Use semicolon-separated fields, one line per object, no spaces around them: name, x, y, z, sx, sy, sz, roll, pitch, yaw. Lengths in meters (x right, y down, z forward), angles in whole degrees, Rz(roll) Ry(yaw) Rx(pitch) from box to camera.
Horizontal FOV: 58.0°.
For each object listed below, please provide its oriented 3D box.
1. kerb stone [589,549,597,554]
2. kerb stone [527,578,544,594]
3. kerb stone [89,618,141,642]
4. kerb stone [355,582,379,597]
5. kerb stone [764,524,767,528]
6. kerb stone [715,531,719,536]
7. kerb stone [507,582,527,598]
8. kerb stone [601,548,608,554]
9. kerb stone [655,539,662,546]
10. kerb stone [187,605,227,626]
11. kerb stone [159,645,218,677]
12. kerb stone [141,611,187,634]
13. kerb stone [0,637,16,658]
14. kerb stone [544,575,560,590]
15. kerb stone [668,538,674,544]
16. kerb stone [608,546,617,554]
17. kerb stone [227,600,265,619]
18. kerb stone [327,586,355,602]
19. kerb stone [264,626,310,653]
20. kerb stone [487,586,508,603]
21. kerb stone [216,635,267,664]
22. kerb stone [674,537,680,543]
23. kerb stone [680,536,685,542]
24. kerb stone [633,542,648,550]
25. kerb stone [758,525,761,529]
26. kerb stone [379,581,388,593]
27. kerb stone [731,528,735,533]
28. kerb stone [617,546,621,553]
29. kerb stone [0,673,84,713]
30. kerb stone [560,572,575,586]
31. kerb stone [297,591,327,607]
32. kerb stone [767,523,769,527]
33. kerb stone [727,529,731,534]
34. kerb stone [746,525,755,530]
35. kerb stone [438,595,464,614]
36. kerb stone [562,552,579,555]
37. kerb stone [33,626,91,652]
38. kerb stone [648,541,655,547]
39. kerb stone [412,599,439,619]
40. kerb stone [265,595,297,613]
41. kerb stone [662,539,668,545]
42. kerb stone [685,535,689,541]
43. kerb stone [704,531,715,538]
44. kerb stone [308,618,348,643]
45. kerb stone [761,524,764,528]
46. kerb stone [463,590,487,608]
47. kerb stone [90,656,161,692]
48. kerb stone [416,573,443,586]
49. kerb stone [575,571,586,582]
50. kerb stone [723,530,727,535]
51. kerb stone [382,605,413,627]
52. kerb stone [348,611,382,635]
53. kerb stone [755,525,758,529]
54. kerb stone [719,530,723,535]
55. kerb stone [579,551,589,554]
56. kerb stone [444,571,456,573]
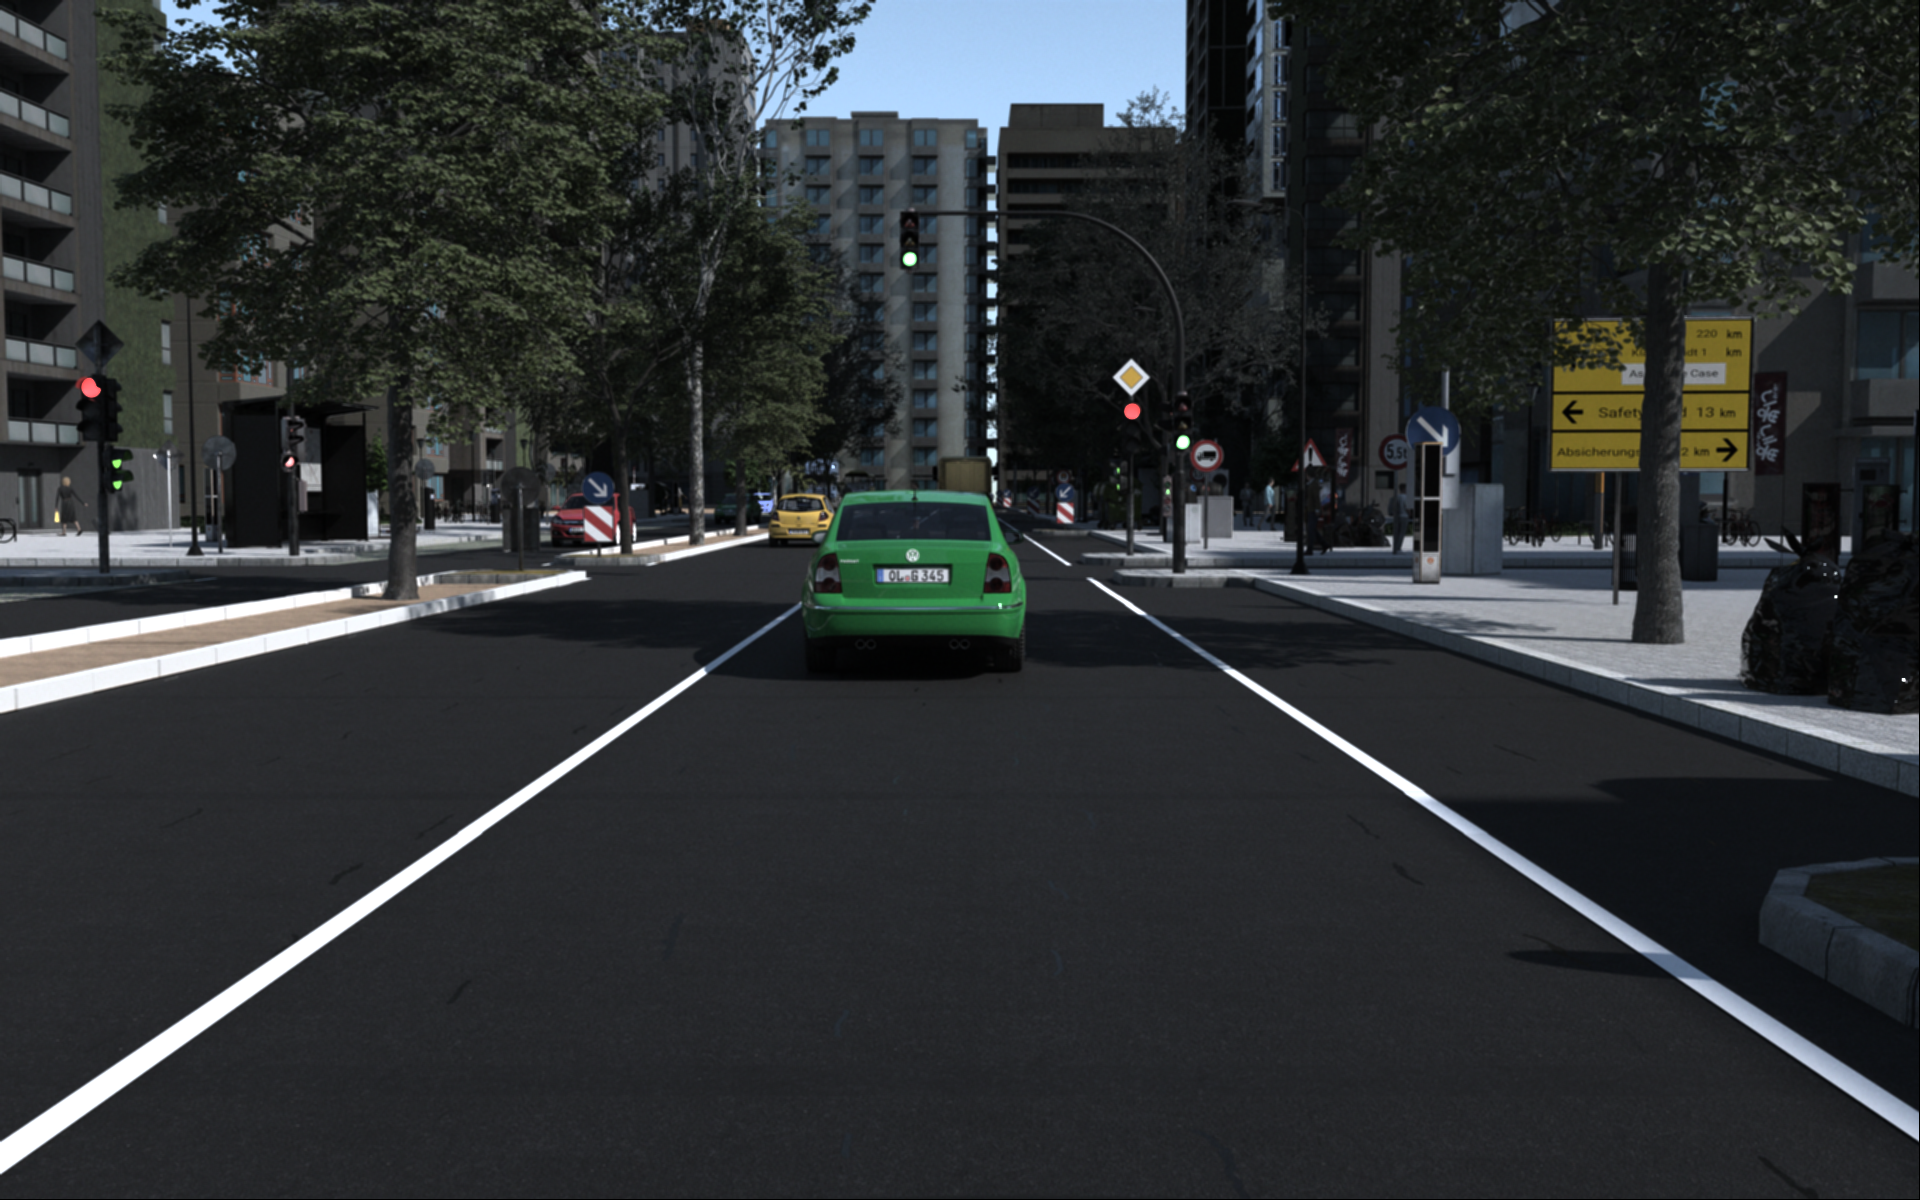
kerb stone;-8.383;-1.038;39.164;0.120;0.150;1.000;0;3;0
kerb stone;-6.287;-0.188;25.274;0.120;0.150;1.000;0;3;0
kerb stone;-8.400;0.313;17.080;0.120;0.150;1.000;0;3;0
kerb stone;-8.400;-0.126;24.260;0.120;0.150;1.000;0;3;0
kerb stone;-8.364;-3.105;73.003;0.120;0.150;1.000;0;3;0
kerb stone;-8.373;-2.230;58.649;0.120;0.150;1.000;0;3;0
kerb stone;-6.292;-0.125;24.252;0.120;0.150;1.000;0;3;0
kerb stone;-8.384;-1.099;40.187;0.120;0.150;1.000;0;3;0
kerb stone;-8.372;-1.538;47.350;0.120;0.150;1.000;0;3;0
kerb stone;-8.397;0.187;19.131;0.120;0.150;1.000;0;3;0
kerb stone;-6.298;0.506;14.014;0.120;0.150;1.000;0;3;0
kerb stone;-8.395;0.250;18.109;0.120;0.150;1.000;0;3;0
kerb stone;-8.400;0.438;15.035;0.120;0.150;1.000;0;3;0
kerb stone;-6.293;-0.249;26.306;0.120;0.150;1.000;0;3;0
kerb stone;-8.378;-1.663;49.410;0.120;0.150;1.000;0;3;0
kerb stone;-8.379;-1.163;41.209;0.120;0.150;1.000;0;3;0
kerb stone;-8.387;0.125;20.156;0.120;0.150;1.000;0;3;0
kerb stone;-8.392;-0.055;23.232;0.120;0.150;1.000;0;3;0
kerb stone;-6.298;0.375;16.063;0.120;0.150;1.000;0;3;0
kerb stone;-6.293;-0.059;23.230;0.120;0.150;1.000;0;3;0
kerb stone;-6.297;0.441;15.035;0.120;0.150;1.000;0;3;0
kerb stone;-8.378;-1.727;50.434;0.120;0.150;1.000;0;3;0
kerb stone;-8.380;-1.790;51.459;0.120;0.150;1.000;0;3;0
kerb stone;-8.378;-1.413;45.302;0.120;0.150;1.000;0;3;0
kerb stone;-8.366;-2.982;70.945;0.120;0.150;1.000;0;3;0
kerb stone;-8.393;-0.189;25.282;0.120;0.150;1.000;0;3;0
kerb stone;-8.372;-2.480;62.747;0.120;0.150;1.000;0;3;0
kerb stone;-8.383;-1.222;42.231;0.120;0.150;1.000;0;3;0
kerb stone;-6.292;0.626;11.956;0.120;0.150;1.000;0;3;0
kerb stone;-6.283;-0.314;27.328;0.120;0.150;1.000;0;3;0
kerb stone;-8.394;-0.001;22.209;0.120;0.150;1.000;0;3;0
kerb stone;-8.360;-3.170;74.026;0.120;0.150;1.000;0;3;0
kerb stone;-8.363;-2.418;61.725;0.120;0.150;1.000;0;3;0
kerb stone;-8.362;-2.857;68.901;0.120;0.150;1.000;0;3;0
kerb stone;-6.298;0.062;21.186;0.120;0.150;1.000;0;3;0
kerb stone;-8.386;-0.912;37.114;0.120;0.150;1.000;0;3;0
kerb stone;-8.398;0.379;16.058;0.120;0.150;1.000;0;3;0
kerb stone;-8.380;-1.472;46.324;0.120;0.150;1.000;0;3;0
kerb stone;-6.302;0.124;20.164;0.120;0.150;1.000;0;3;0
kerb stone;-8.398;0.068;21.186;0.120;0.150;1.000;0;3;0
kerb stone;-8.371;-1.601;48.375;0.120;0.150;1.000;0;3;0
kerb stone;-8.372;-1.852;52.482;0.120;0.150;1.000;0;3;0
kerb stone;-8.374;-2.165;57.623;0.120;0.150;1.000;0;3;0
kerb stone;-6.300;0.312;17.088;0.120;0.150;1.000;0;3;0
kerb stone;-8.364;-3.040;71.977;0.120;0.150;1.000;0;3;0
kerb stone;-6.293;-0.001;22.208;0.120;0.150;1.000;0;3;0
kerb stone;-6.301;0.564;12.978;0.120;0.150;1.000;0;3;0
kerb stone;-8.389;-0.313;27.332;0.120;0.150;1.000;0;3;0
kerb stone;-6.291;-0.376;28.350;0.120;0.150;1.000;0;3;0
kerb stone;-8.369;-2.355;60.699;0.120;0.150;1.000;0;3;0
kerb stone;-6.294;0.188;19.132;0.120;0.150;1.000;0;3;0
kerb stone;-6.294;0.250;18.110;0.120;0.150;1.000;0;3;0
kerb stone;-8.370;-2.919;69.923;0.120;0.150;1.000;0;3;0
kerb stone;-8.370;-2.292;59.674;0.120;0.150;1.000;0;3;0
kerb stone;-8.386;-0.975;38.142;0.120;0.150;1.000;0;3;0
kerb stone;-8.388;-0.377;28.366;0.120;0.150;1.000;0;3;0
